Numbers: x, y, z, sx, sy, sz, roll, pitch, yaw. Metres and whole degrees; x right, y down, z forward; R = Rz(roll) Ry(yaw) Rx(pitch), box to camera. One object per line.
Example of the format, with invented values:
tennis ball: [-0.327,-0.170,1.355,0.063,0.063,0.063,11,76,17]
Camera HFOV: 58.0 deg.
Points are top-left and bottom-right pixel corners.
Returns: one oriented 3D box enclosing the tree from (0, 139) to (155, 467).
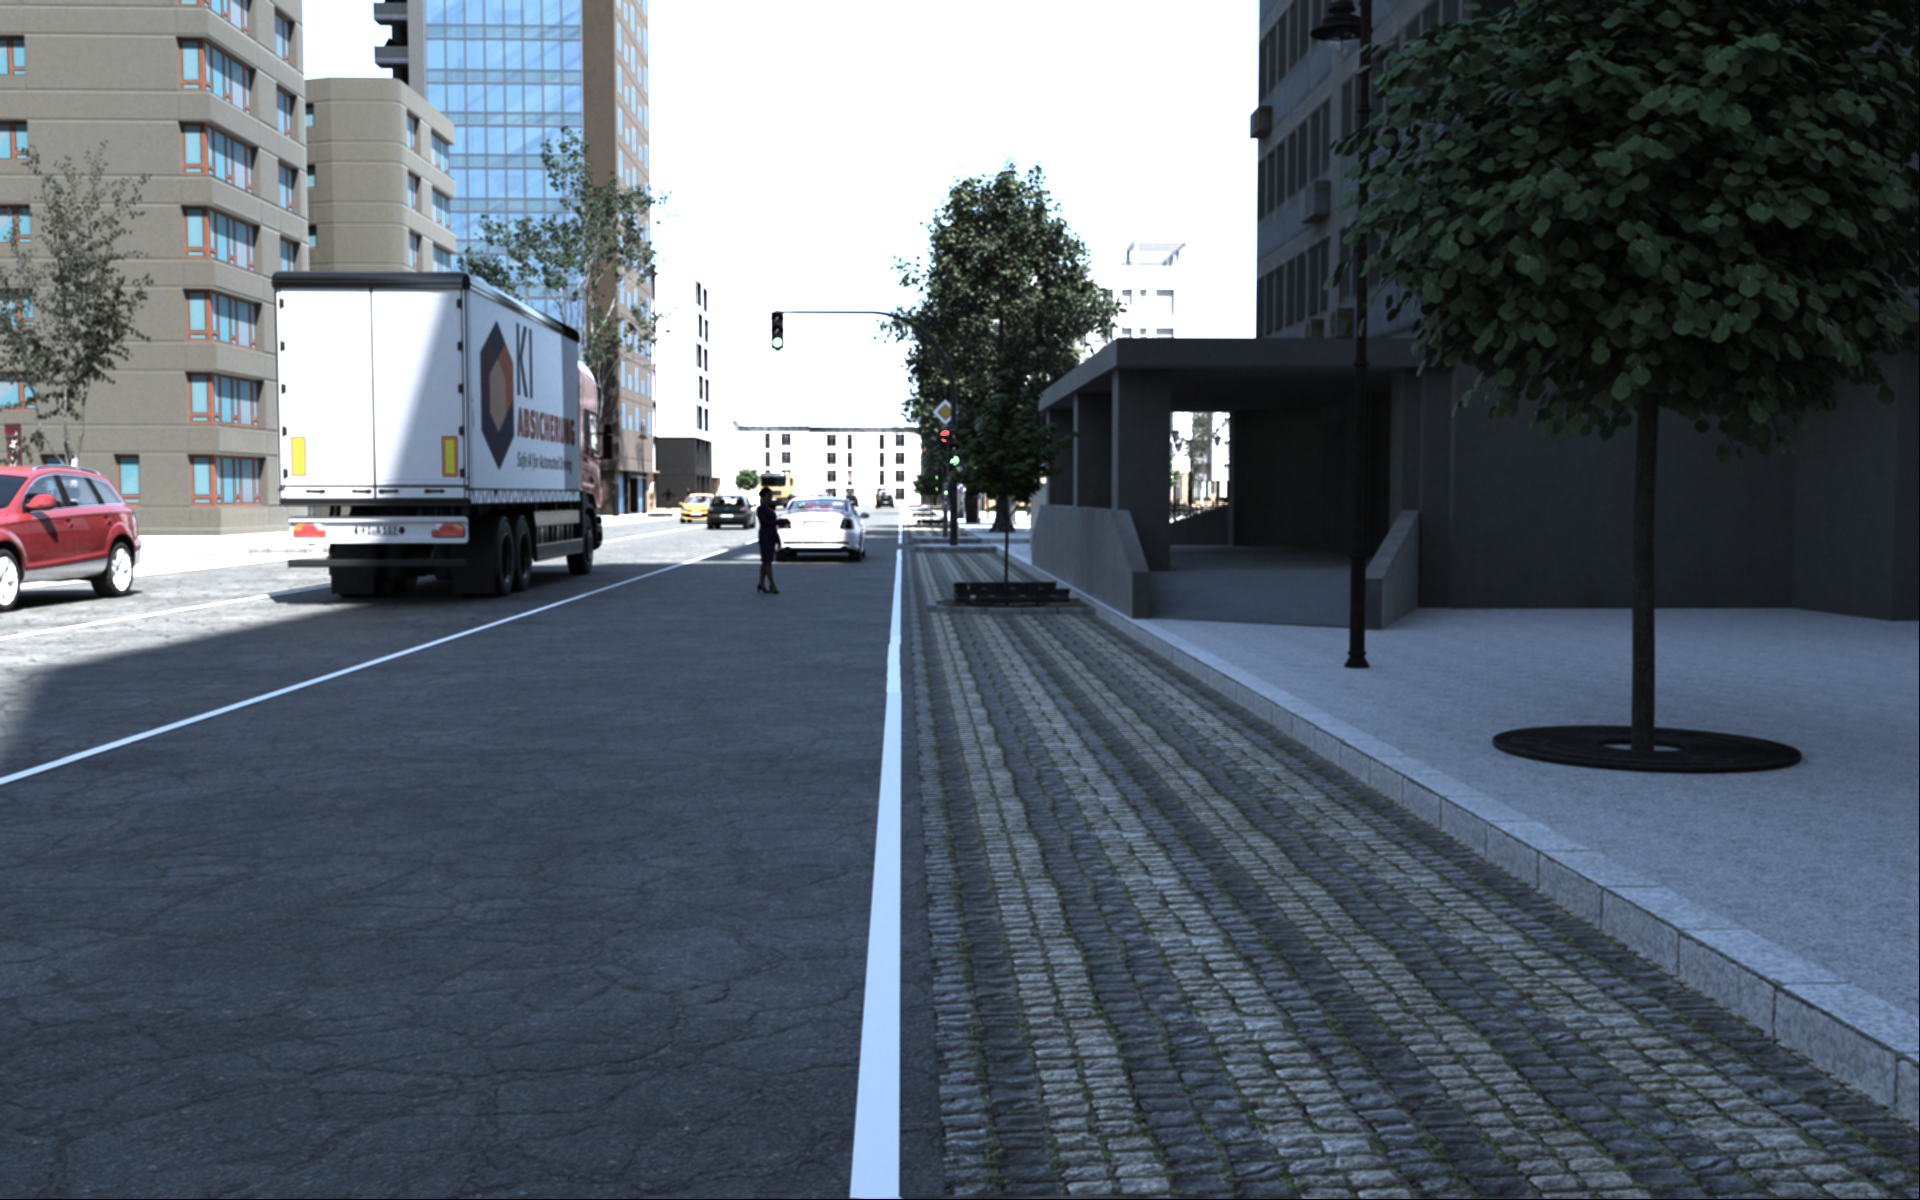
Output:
tree: [-18.612,-5.236,35.974,4.360,8.622,3.978,0,3,0]

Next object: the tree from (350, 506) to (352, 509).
tree: [-19.548,-4.415,55.892,4.285,4.588,4.351,0,3,0]

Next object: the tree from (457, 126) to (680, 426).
tree: [-20.940,-14.450,92.139,12.611,20.169,13.585,0,3,0]

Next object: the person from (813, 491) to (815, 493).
person: [-14.715,-10.097,174.518,0.436,1.711,0.756,3,5,39]

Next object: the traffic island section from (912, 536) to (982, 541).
traffic island section: [-0.408,-1.773,51.272,2.009,0.180,2.903,0,4,-2]

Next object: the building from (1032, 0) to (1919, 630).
building: [17.639,-20.315,24.032,32.217,40.220,23.993,0,4,-2]

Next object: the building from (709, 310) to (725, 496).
building: [-32.160,-19.499,175.230,16.016,20.091,11.380,0,4,-2]

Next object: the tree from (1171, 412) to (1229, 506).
tree: [14.748,-9.593,107.203,4.360,8.622,3.978,0,3,0]

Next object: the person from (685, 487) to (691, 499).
person: [-21.334,-7.959,136.189,0.705,1.822,1.348,-2,4,-26]

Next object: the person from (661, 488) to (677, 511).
person: [-21.713,-7.476,129.105,1.217,1.723,0.721,0,4,0]

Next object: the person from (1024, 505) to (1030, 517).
person: [3.697,-5.428,95.506,0.376,1.734,0.841,1,4,13]

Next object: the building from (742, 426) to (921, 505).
building: [-18.744,-16.797,216.779,28.070,9.664,9.099,0,4,-2]

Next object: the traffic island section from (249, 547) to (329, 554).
traffic island section: [-16.013,-1.253,42.767,2.009,0.180,2.903,0,4,-2]

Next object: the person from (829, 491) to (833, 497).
person: [-11.826,-9.237,160.309,0.721,1.735,1.217,-1,4,-19]

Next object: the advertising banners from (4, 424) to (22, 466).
advertising banners: [-22.920,-2.867,43.066,2.074,3.025,0.090,1,4,19]

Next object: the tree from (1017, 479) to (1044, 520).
tree: [3.207,-5.548,85.313,1.663,3.219,1.824,0,3,0]

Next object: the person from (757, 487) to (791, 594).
person: [-2.663,-0.861,24.944,0.546,1.535,0.453,0,4,3]

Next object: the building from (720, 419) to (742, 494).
building: [-39.377,-15.476,195.179,28.070,9.664,9.099,0,4,-2]

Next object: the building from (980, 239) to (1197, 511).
building: [8.953,-16.902,132.763,16.016,20.091,11.380,0,4,-2]

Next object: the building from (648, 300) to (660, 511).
building: [-31.386,-16.807,131.207,16.016,20.091,11.380,0,4,-2]

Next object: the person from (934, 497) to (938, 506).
person: [-2.725,-11.252,190.019,0.705,1.823,1.348,1,4,16]

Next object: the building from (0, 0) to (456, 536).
building: [-36.902,-13.528,66.227,27.650,21.520,28.899,0,4,-2]

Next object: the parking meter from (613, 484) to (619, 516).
parking meter: [-19.955,-5.791,100.397,0.255,1.863,0.399,-2,4,-32]

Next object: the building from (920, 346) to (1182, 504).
building: [11.300,-23.385,226.321,32.646,21.610,27.936,0,4,-2]

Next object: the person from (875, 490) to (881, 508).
person: [-8.240,-10.055,173.000,0.705,1.812,1.348,-2,4,-26]

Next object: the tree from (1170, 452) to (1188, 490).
tree: [7.968,-4.554,69.059,1.663,3.219,1.824,0,3,0]

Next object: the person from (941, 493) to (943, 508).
person: [-1.661,-9.655,163.768,0.599,1.838,0.709,1,4,18]

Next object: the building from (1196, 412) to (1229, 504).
building: [34.280,-22.329,221.491,11.380,20.091,16.016,0,4,-2]

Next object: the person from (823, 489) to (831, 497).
person: [-9.904,-7.298,127.804,1.348,1.826,0.705,1,4,14]

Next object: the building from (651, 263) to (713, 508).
building: [-37.684,-18.902,153.016,27.936,21.610,32.646,0,4,-2]

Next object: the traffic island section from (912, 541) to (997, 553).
traffic island section: [-0.141,-1.285,43.291,2.009,0.180,2.903,0,4,-2]

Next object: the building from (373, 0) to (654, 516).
building: [-27.408,-28.053,108.771,14.600,45.320,14.200,0,4,-2]
